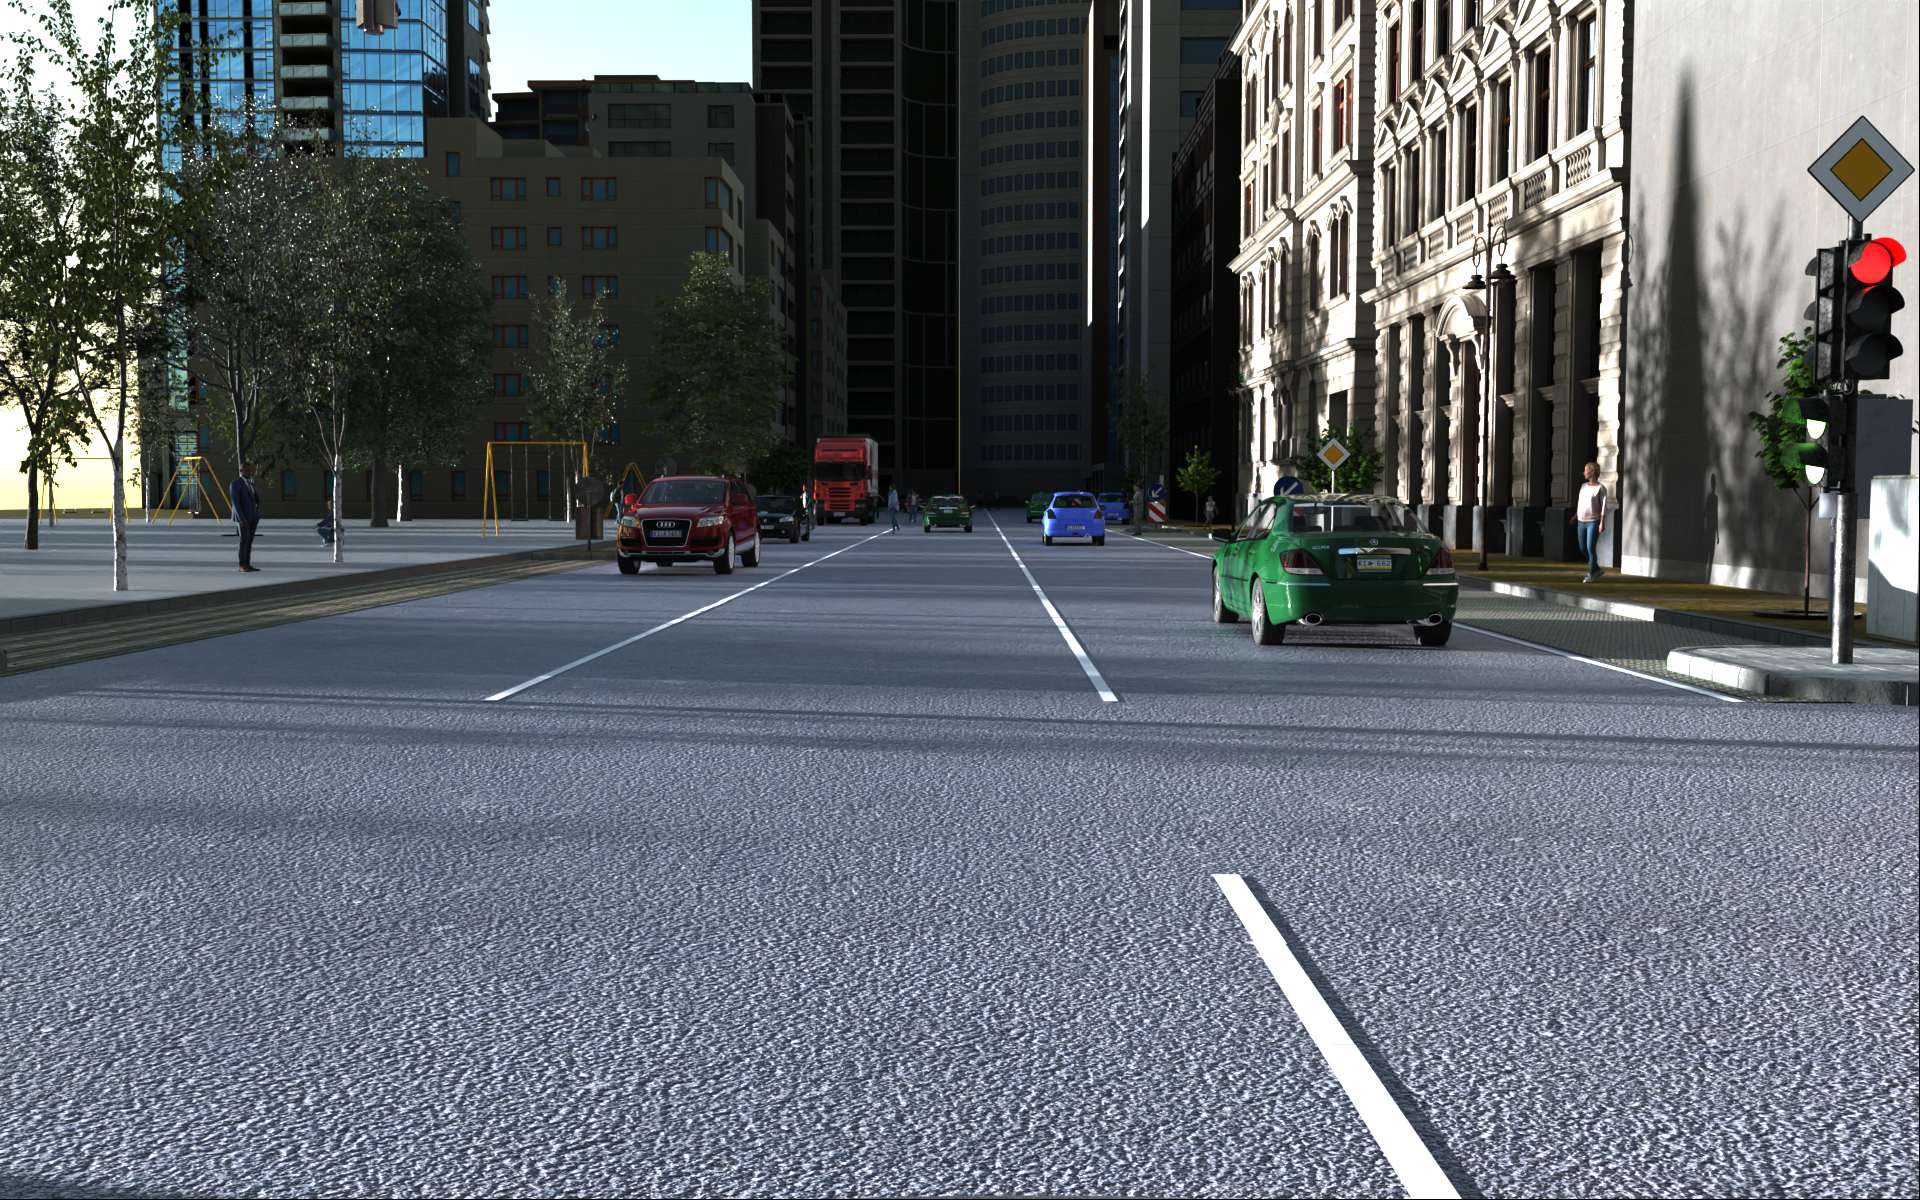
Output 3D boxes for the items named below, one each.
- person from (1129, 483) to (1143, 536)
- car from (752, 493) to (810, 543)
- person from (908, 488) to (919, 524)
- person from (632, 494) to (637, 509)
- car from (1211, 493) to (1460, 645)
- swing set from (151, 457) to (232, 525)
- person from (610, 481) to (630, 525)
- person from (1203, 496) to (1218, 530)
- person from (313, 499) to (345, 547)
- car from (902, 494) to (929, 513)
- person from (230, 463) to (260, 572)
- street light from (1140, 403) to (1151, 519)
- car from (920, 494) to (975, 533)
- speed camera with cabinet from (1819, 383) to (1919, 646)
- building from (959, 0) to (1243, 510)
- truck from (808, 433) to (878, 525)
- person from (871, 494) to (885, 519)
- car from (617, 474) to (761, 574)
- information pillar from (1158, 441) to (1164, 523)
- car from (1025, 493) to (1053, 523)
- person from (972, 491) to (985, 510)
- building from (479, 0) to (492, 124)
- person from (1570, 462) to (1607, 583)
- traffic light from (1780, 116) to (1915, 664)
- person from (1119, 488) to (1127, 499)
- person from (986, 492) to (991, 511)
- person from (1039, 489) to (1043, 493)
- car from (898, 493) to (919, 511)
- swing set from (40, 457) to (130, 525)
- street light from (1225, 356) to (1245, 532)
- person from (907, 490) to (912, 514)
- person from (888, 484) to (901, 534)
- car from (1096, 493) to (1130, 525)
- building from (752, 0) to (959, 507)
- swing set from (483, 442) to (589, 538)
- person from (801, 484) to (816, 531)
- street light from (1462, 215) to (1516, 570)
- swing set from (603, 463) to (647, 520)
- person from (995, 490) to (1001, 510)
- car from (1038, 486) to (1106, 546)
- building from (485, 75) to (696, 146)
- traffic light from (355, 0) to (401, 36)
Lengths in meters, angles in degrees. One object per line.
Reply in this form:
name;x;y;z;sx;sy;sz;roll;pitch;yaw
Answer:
person;6.019;-3.118;59.673;0.583;1.804;0.606;-1;4;-18
car;-5.514;-2.559;51.620;2.009;1.686;4.222;0;4;2
person;-2.223;-4.510;83.077;0.563;1.720;0.643;0;4;-1
person;-13.099;-3.632;69.695;0.640;1.303;0.475;-1;4;-14
car;3.740;-0.371;17.863;2.131;1.459;4.920;0;4;1
swing set;-32.638;-4.658;73.781;2.862;2.851;3.119;-3;4;-38
person;-13.884;-3.970;70.931;0.713;1.824;0.794;3;5;39
person;8.954;-3.105;61.831;0.505;1.210;0.382;0;4;-3
person;-15.407;-1.872;42.156;0.738;1.151;1.012;0;4;5
car;-3.450;-7.530;134.912;2.131;1.459;4.920;0;4;0
person;-11.857;-1.376;28.729;0.419;1.800;0.721;0;4;1
street light;9.373;-7.036;87.821;0.468;5.910;1.993;0;4;1
car;-0.469;-3.290;65.591;2.131;1.459;4.920;0;4;-1
speed camera with cabinet;8.407;-1.293;15.472;0.660;3.252;2.038;0;4;4
building;13.980;-39.177;182.546;28.212;58.520;21.231;0;4;1
truck;-5.391;-5.718;82.398;2.839;4.237;11.283;0;3;0
person;-4.916;-5.587;100.549;1.217;1.736;0.721;1;4;14
car;-5.041;-1.471;32.722;2.281;1.827;5.304;0;4;2
information pillar;8.877;-5.194;76.278;0.183;3.616;0.504;0;4;-5
car;4.215;-4.747;86.417;1.959;1.807;4.718;0;4;1
person;1.655;-8.701;151.553;1.217;1.735;0.721;-2;4;-24
building;-64.714;-39.236;183.503;28.212;58.520;21.231;0;4;1
person;9.164;-1.127;25.145;0.598;1.740;0.731;-2;4;-35
traffic light;6.682;-1.476;13.047;0.839;4.253;0.868;0;4;1
person;9.591;-5.834;102.342;0.541;1.710;0.530;2;4;32
person;2.446;-8.507;149.052;0.593;1.643;0.415;3;4;37
person;6.673;-8.097;140.748;0.709;1.838;0.599;2;4;27
car;-4.342;-8.331;145.253;2.155;1.783;4.494;0;3;0
swing set;-37.622;-4.709;74.607;3.119;2.851;2.862;-3;5;-41
street light;9.207;-5.223;58.192;0.468;5.910;1.993;0;4;1
person;-3.660;-7.165;126.323;0.551;1.740;0.621;2;4;34
person;-2.366;-3.274;62.290;0.793;1.790;0.793;-3;5;-44
car;7.078;-4.399;81.517;1.945;1.707;3.694;0;4;2
building;-10.435;-45.484;181.911;20.611;71.187;20.563;0;4;1
swing set;-12.796;-3.329;52.041;3.119;2.851;2.862;0;4;-7
person;-5.963;-3.605;67.434;0.713;1.824;0.794;-1;4;-20
street light;8.837;-3.442;29.069;0.468;5.910;1.993;0;4;1
swing set;-16.554;-5.489;87.360;2.862;2.851;3.119;-1;4;-14
person;3.557;-9.255;159.679;0.599;1.838;0.709;3;5;40
car;3.202;-2.426;49.257;1.945;1.707;3.694;0;4;1
building;-35.383;-32.379;184.013;28.867;44.769;22.147;0;4;1
traffic light;-6.686;-2.356;13.184;4.771;5.953;1.251;0;4;1
